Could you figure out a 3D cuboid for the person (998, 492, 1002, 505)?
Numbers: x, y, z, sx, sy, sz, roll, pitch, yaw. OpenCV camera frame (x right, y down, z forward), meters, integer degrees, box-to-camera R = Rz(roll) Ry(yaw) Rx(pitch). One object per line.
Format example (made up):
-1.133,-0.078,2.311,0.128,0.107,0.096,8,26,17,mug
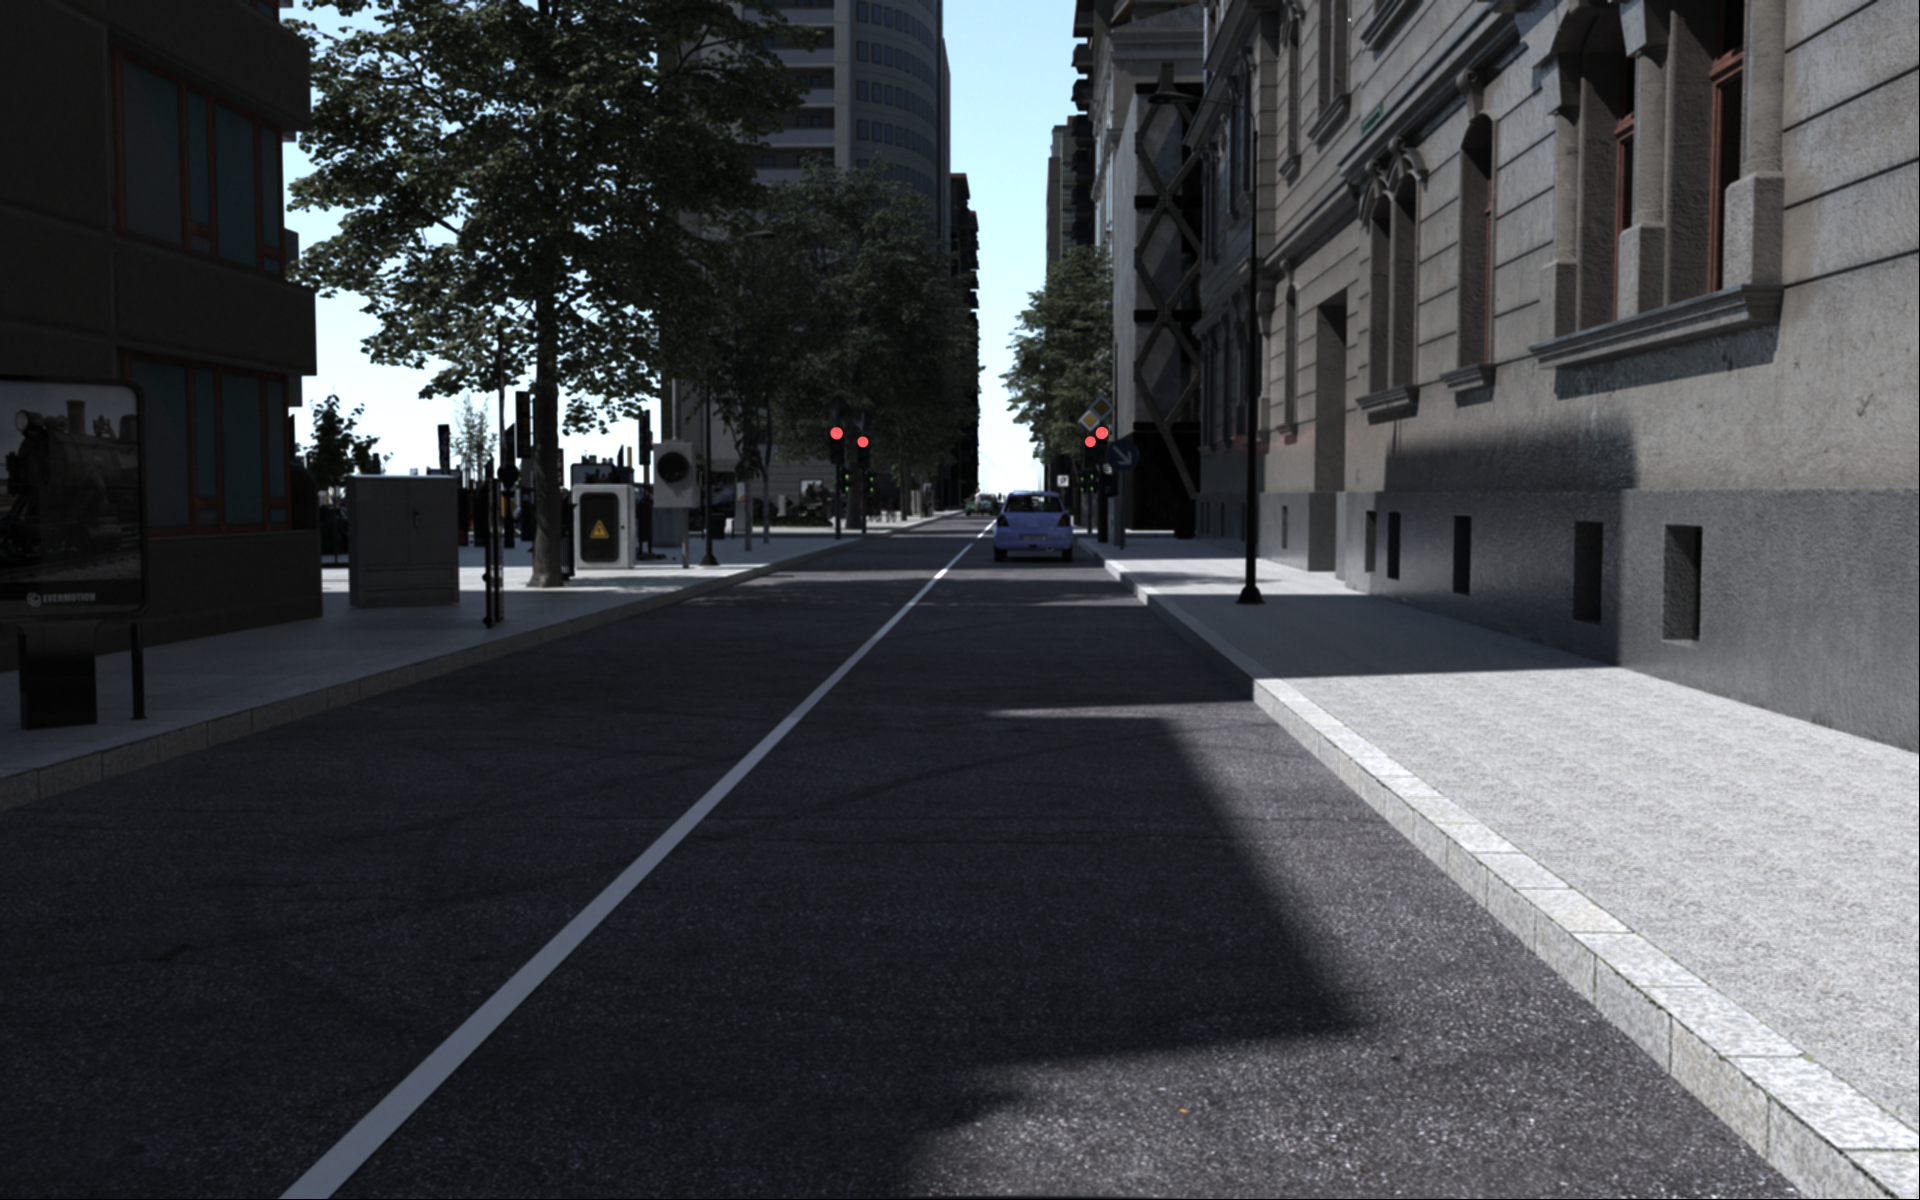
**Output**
5.348,-13.606,231.876,0.541,1.710,0.530,-1,4,-16,person

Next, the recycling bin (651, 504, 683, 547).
-7.156,-1.809,42.124,0.722,1.027,0.722,1,4,9,recycling bin

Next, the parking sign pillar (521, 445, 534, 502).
-22.727,-6.320,91.796,1.447,3.967,1.447,3,5,44,parking sign pillar

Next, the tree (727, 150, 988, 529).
-3.995,-9.582,63.329,9.857,13.997,8.962,0,3,0,tree

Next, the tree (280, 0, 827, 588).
-5.737,-6.475,23.989,7.486,12.596,7.792,0,3,0,tree

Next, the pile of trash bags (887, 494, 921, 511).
-3.911,-7.310,129.272,3.447,1.369,1.912,2,4,30,pile of trash bags

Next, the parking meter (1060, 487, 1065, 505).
6.782,-6.601,113.629,0.399,1.863,0.255,-2,4,-31,parking meter

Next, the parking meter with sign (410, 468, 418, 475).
-36.362,-7.366,116.696,0.543,3.016,1.738,1,4,11,parking meter with sign

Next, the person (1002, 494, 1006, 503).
6.985,-15.945,272.457,1.065,1.426,0.557,3,5,43,person

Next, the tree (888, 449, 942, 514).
-2.878,-7.799,111.227,4.285,4.588,4.351,0,3,0,tree

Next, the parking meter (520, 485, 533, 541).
-11.829,-2.381,47.345,0.372,1.533,0.369,0,3,0,parking meter

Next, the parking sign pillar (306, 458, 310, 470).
-43.800,-7.865,117.062,1.447,3.967,1.447,0,4,-8,parking sign pillar

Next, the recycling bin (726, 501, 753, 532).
-7.515,-2.837,58.941,0.722,1.027,0.722,-2,4,-27,recycling bin

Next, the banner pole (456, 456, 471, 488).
-32.308,-7.536,113.226,0.863,3.779,0.401,1,4,17,banner pole

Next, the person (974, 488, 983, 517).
1.178,-6.077,108.092,0.641,1.798,0.478,0,4,-5,person

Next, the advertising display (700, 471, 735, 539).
-6.874,-2.688,49.168,0.974,1.923,0.123,-1,4,-15,advertising display

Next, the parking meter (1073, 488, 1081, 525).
4.824,-3.829,71.016,0.372,1.533,0.369,0,3,0,parking meter

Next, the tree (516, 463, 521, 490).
-25.098,-6.418,99.536,1.663,3.219,1.824,0,3,0,tree

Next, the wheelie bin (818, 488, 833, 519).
-6.878,-4.864,87.427,0.693,1.594,0.980,1,4,22,wheelie bin

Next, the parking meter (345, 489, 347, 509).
-47.103,-7.801,133.250,0.255,1.863,0.399,3,5,44,parking meter

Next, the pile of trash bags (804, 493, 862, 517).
-7.170,-5.398,98.007,3.447,1.369,1.912,0,4,4,pile of trash bags

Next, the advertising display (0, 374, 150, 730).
-4.975,-0.263,9.510,0.123,1.923,0.974,3,5,43,advertising display

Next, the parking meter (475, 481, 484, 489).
-21.574,-4.416,77.911,0.399,1.863,0.255,1,4,17,parking meter

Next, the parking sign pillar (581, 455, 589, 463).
-25.258,-7.973,118.824,1.447,3.967,1.447,-2,4,-29,parking sign pillar

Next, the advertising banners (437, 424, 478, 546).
-12.296,-2.849,42.763,2.074,3.025,0.090,3,5,41,advertising banners

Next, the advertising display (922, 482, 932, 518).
-1.822,-5.431,94.012,0.123,1.923,0.974,2,4,29,advertising display

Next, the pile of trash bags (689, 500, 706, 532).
-10.516,-3.315,63.956,3.447,1.369,1.912,3,4,37,pile of trash bags

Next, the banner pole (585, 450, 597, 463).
-20.816,-6.573,97.486,0.863,3.779,0.401,-2,4,-27,banner pole

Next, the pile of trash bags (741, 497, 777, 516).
-12.478,-5.576,100.919,3.447,1.369,1.912,-2,4,-33,pile of trash bags

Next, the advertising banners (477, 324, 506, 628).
-4.654,-1.296,17.372,0.090,3.025,2.074,-1,4,-9,advertising banners

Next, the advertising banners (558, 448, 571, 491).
-14.666,-4.285,66.250,2.074,3.025,0.090,-3,4,-37,advertising banners

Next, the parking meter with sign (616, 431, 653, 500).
-9.408,-3.163,47.971,1.738,3.016,0.543,1,4,11,parking meter with sign

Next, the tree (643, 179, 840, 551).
-5.003,-5.416,38.907,4.360,8.622,3.978,0,3,0,tree

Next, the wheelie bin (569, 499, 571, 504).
-9.035,-2.090,42.081,0.980,1.594,0.693,0,4,-1,wheelie bin

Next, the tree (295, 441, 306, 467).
-35.231,-6.452,89.209,4.285,4.588,4.351,0,3,0,tree

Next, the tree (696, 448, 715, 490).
-16.670,-7.436,105.299,4.285,4.588,4.351,0,3,0,tree

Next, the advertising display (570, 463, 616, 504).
-7.611,-1.881,35.971,0.974,1.923,0.123,1,4,14,advertising display

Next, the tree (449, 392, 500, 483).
-34.324,-10.530,122.531,4.737,8.622,4.395,0,3,0,tree

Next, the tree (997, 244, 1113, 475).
5.415,-9.870,79.510,7.486,12.596,7.792,0,3,0,tree

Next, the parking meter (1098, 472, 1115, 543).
3.860,-2.448,45.742,0.399,1.863,0.255,-2,4,-24,parking meter

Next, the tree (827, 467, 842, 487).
-8.342,-7.878,123.412,1.663,3.219,1.824,0,3,0,tree

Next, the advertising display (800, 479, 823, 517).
-6.165,-4.080,71.922,0.974,1.923,0.123,0,4,1,advertising display

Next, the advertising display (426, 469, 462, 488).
-13.218,-2.399,44.444,0.123,1.923,0.974,3,5,41,advertising display

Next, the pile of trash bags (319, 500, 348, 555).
-13.971,-1.658,36.865,1.912,1.369,3.447,3,5,40,pile of trash bags

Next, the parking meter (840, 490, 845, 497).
-6.331,-5.153,92.667,0.372,1.533,0.369,0,3,0,parking meter

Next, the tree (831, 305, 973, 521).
-3.025,-9.070,82.712,7.601,10.594,8.767,-1,4,-10,tree
